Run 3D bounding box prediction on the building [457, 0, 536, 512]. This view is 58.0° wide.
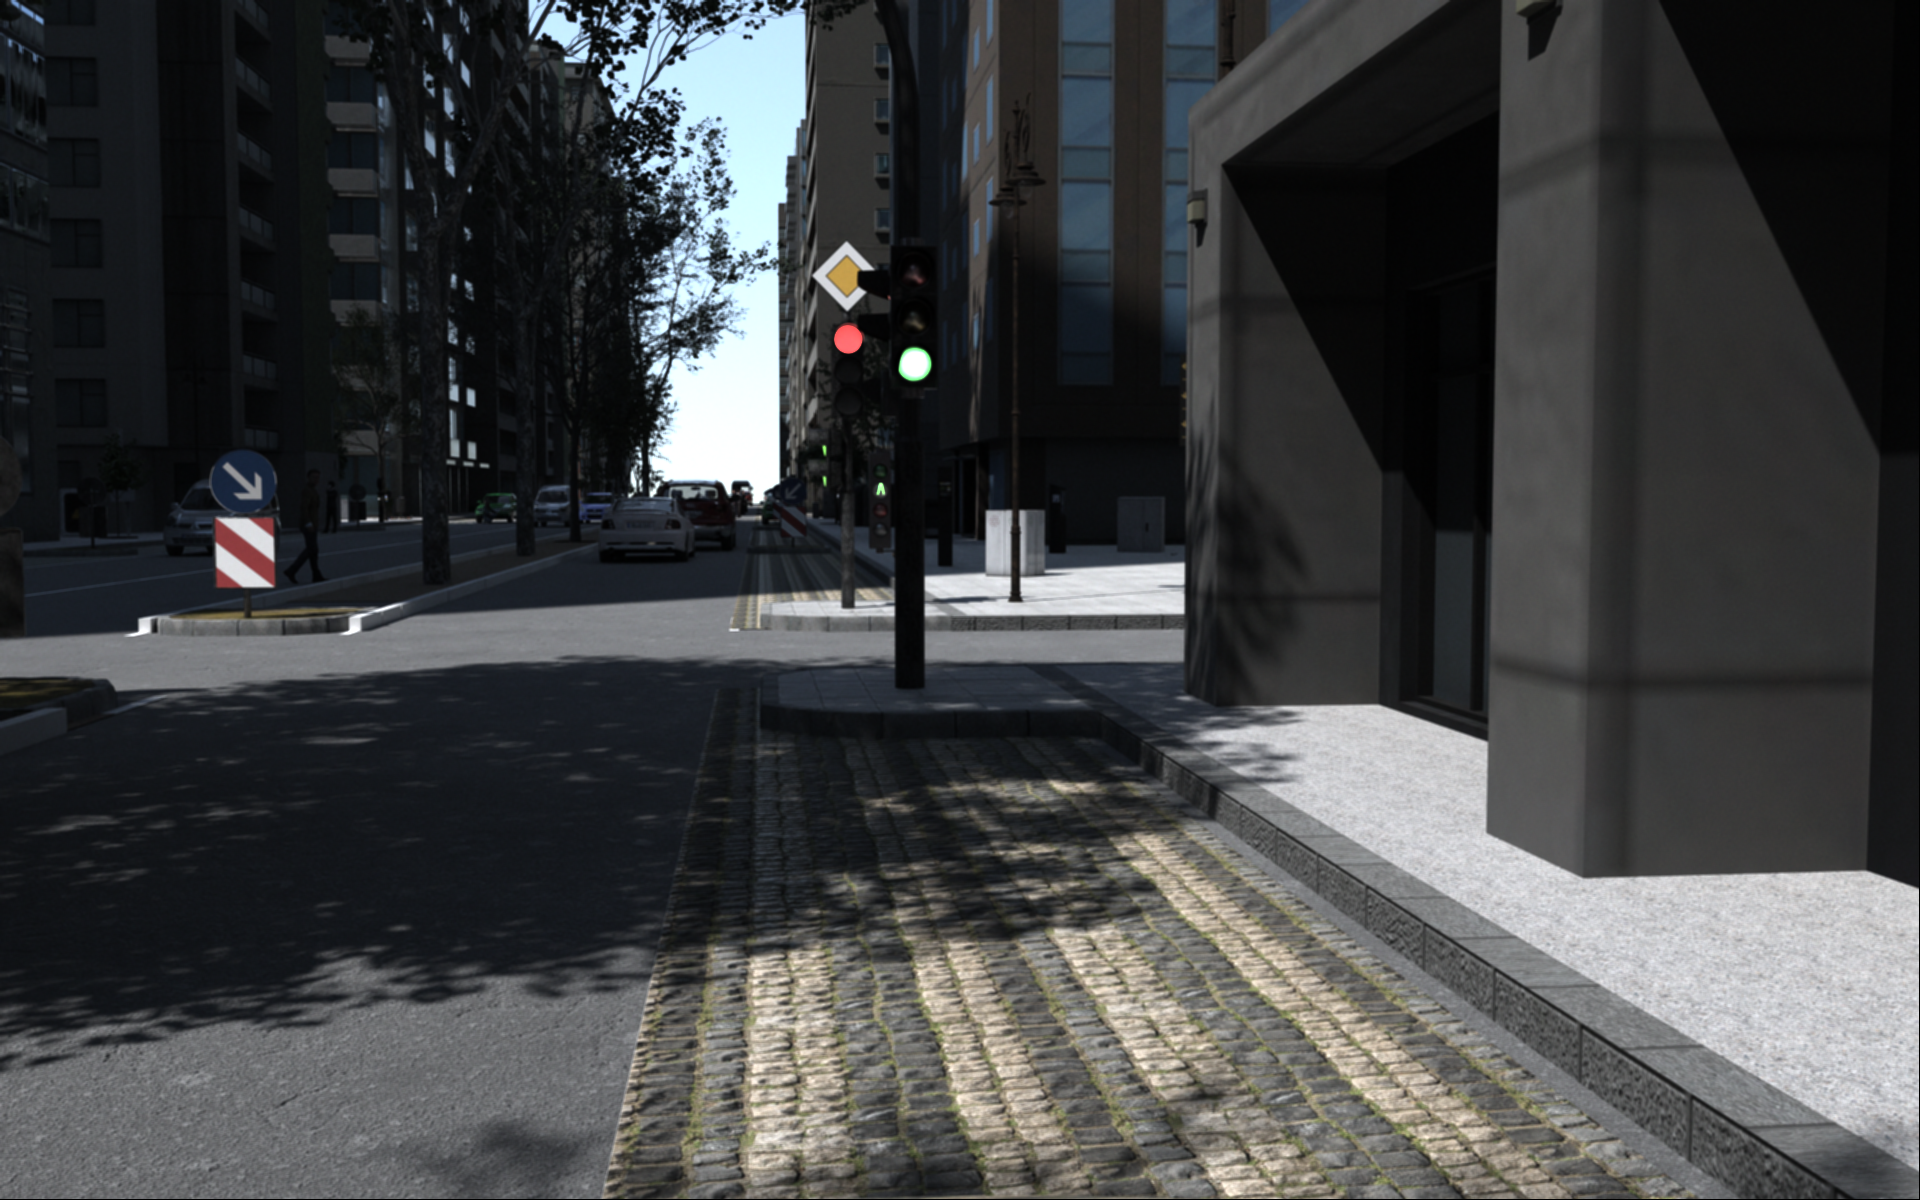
[{"bbox_3d":[-44.691,-31.046,131.296,21.300,48.544,21.600,0,4,-7],"label":"building"}]

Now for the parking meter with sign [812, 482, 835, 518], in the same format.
[{"bbox_3d":[-6.934,-5.829,91.564,1.738,3.016,0.543,0,4,-4],"label":"parking meter with sign"}]

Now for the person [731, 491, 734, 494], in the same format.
[{"bbox_3d":[-19.302,-8.435,147.334,0.530,1.710,0.541,2,4,31],"label":"person"}]

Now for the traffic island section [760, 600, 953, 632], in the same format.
[{"bbox_3d":[-1.234,0.173,19.454,2.009,0.180,2.903,0,4,-7],"label":"traffic island section"}]

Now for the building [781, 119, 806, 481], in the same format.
[{"bbox_3d":[-11.207,-36.961,223.920,23.786,49.044,30.456,0,4,-7],"label":"building"}]

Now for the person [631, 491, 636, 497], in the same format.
[{"bbox_3d":[-34.070,-10.512,181.086,0.721,1.735,1.217,3,4,39],"label":"person"}]

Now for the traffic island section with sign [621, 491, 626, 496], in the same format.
[{"bbox_3d":[-38.448,-11.574,197.866,1.989,1.847,2.006,0,4,-7],"label":"traffic island section with sign"}]

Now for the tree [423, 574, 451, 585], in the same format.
[{"bbox_3d":[-6.964,-10.258,26.062,12.611,20.169,13.585,0,3,0],"label":"tree"}]

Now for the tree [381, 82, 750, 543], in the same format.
[{"bbox_3d":[-11.438,-8.452,51.010,12.009,13.543,11.850,0,3,0],"label":"tree"}]

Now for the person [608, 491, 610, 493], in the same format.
[{"bbox_3d":[-34.006,-9.708,167.892,0.621,1.740,0.551,0,4,-4],"label":"person"}]

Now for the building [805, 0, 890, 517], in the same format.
[{"bbox_3d":[1.420,-29.572,107.202,21.300,48.544,21.600,0,4,-7],"label":"building"}]

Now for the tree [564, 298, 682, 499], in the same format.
[{"bbox_3d":[-12.106,-6.647,61.501,4.360,8.622,3.978,0,3,0],"label":"tree"}]

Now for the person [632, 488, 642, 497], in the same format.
[{"bbox_3d":[-21.350,-6.492,114.651,1.348,1.823,0.705,-3,5,-41],"label":"person"}]

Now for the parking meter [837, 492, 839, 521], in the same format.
[{"bbox_3d":[-5.803,-4.573,83.184,0.372,1.533,0.369,0,3,0],"label":"parking meter"}]

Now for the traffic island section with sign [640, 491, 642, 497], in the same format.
[{"bbox_3d":[-41.600,-13.250,225.265,1.989,1.847,2.006,0,4,-7],"label":"traffic island section with sign"}]

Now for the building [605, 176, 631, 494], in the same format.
[{"bbox_3d":[-52.795,-35.899,237.059,14.600,45.320,14.200,0,4,-7],"label":"building"}]

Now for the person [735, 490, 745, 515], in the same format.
[{"bbox_3d":[-15.125,-6.720,119.170,0.742,1.727,0.445,0,4,-2],"label":"person"}]

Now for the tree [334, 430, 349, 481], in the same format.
[{"bbox_3d":[-27.349,-5.472,73.178,4.285,4.588,4.351,0,3,0],"label":"tree"}]

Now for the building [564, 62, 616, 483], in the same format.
[{"bbox_3d":[-57.699,-38.293,215.324,28.713,52.752,27.495,0,4,-7],"label":"building"}]

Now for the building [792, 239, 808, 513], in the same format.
[{"bbox_3d":[1.504,-17.642,133.485,27.650,21.520,28.899,0,4,-7],"label":"building"}]

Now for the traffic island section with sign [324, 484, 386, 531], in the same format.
[{"bbox_3d":[-23.391,-3.577,67.105,1.989,1.847,2.006,0,4,-7],"label":"traffic island section with sign"}]

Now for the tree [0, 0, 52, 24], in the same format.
[{"bbox_3d":[-6.078,-5.878,5.210,9.857,13.997,8.962,0,3,0],"label":"tree"}]

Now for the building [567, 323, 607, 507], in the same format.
[{"bbox_3d":[-53.677,-20.961,187.746,27.650,21.520,28.899,0,4,-7],"label":"building"}]

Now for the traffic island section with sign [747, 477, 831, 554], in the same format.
[{"bbox_3d":[-4.176,-2.047,42.094,1.989,1.847,2.006,0,4,-7],"label":"traffic island section with sign"}]

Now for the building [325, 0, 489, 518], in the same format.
[{"bbox_3d":[-42.363,-29.681,104.893,23.786,49.044,30.456,0,4,-7],"label":"building"}]

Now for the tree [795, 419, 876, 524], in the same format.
[{"bbox_3d":[-5.342,-5.516,73.904,4.285,4.588,4.351,0,3,0],"label":"tree"}]

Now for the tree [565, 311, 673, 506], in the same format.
[{"bbox_3d":[-13.881,-7.278,71.819,4.737,8.622,4.395,0,3,0],"label":"tree"}]

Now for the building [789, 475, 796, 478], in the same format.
[{"bbox_3d":[0.401,-28.592,159.358,32.217,40.220,23.993,0,4,-7],"label":"building"}]

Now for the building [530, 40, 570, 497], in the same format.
[{"bbox_3d":[-42.087,-28.579,150.860,14.154,41.232,14.086,0,4,-7],"label":"building"}]

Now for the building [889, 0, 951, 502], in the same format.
[{"bbox_3d":[7.280,-32.794,78.186,21.231,58.520,28.212,0,4,-7],"label":"building"}]

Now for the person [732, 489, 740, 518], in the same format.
[{"bbox_3d":[-13.540,-5.785,104.001,0.530,1.710,0.541,-1,4,-22],"label":"person"}]

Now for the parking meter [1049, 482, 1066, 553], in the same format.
[{"bbox_3d":[2.118,-1.784,37.577,0.372,1.533,0.369,0,3,0],"label":"parking meter"}]

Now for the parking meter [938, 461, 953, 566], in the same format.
[{"bbox_3d":[-0.262,-1.538,30.850,0.255,1.863,0.399,0,4,0],"label":"parking meter"}]

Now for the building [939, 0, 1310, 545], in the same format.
[{"bbox_3d":[6.988,-24.410,49.211,14.600,45.320,14.200,0,4,-7],"label":"building"}]

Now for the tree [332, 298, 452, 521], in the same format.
[{"bbox_3d":[-28.020,-9.090,83.037,7.601,10.594,8.767,-1,4,-13],"label":"tree"}]

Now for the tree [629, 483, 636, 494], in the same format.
[{"bbox_3d":[-47.836,-15.674,250.876,1.663,3.219,1.824,0,3,0],"label":"tree"}]

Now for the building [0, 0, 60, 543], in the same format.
[{"bbox_3d":[-32.067,-43.784,28.544,22.319,86.520,31.000,0,4,-7],"label":"building"}]

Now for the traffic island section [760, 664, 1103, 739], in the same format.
[{"bbox_3d":[-0.321,0.658,11.521,2.009,0.180,2.903,0,4,-7],"label":"traffic island section"}]

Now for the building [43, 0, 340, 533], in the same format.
[{"bbox_3d":[-31.089,-23.066,60.726,14.154,41.232,14.086,0,4,-7],"label":"building"}]

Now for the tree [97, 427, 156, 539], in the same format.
[{"bbox_3d":[-24.305,-3.378,49.830,1.663,3.219,1.824,0,3,0],"label":"tree"}]

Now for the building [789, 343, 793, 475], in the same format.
[{"bbox_3d":[-5.023,-21.384,194.665,27.650,21.520,28.899,0,4,-7],"label":"building"}]

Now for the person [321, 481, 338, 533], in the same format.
[{"bbox_3d":[-22.938,-3.375,63.048,0.648,1.900,0.474,3,4,37],"label":"person"}]

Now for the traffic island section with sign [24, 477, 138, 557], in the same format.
[{"bbox_3d":[-20.278,-1.927,40.136,1.989,1.847,2.006,0,4,-7],"label":"traffic island section with sign"}]

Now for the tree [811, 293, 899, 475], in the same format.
[{"bbox_3d":[-3.014,-6.760,60.889,4.737,8.622,4.395,0,3,0],"label":"tree"}]

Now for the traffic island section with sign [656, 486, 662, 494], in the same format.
[{"bbox_3d":[-16.019,-5.193,93.049,2.006,1.907,1.989,0,4,-7],"label":"traffic island section with sign"}]

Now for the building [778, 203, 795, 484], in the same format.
[{"bbox_3d":[-18.659,-34.378,245.679,14.154,41.232,14.086,0,4,-7],"label":"building"}]

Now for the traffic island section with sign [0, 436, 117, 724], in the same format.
[{"bbox_3d":[-6.572,-0.178,11.044,2.006,1.907,1.989,0,4,-7],"label":"traffic island section with sign"}]

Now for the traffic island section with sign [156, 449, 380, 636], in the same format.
[{"bbox_3d":[-7.410,-0.628,18.404,2.006,1.907,1.989,0,4,-7],"label":"traffic island section with sign"}]

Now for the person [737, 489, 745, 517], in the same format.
[{"bbox_3d":[-13.395,-5.913,105.973,0.742,1.727,0.445,2,4,28],"label":"person"}]
